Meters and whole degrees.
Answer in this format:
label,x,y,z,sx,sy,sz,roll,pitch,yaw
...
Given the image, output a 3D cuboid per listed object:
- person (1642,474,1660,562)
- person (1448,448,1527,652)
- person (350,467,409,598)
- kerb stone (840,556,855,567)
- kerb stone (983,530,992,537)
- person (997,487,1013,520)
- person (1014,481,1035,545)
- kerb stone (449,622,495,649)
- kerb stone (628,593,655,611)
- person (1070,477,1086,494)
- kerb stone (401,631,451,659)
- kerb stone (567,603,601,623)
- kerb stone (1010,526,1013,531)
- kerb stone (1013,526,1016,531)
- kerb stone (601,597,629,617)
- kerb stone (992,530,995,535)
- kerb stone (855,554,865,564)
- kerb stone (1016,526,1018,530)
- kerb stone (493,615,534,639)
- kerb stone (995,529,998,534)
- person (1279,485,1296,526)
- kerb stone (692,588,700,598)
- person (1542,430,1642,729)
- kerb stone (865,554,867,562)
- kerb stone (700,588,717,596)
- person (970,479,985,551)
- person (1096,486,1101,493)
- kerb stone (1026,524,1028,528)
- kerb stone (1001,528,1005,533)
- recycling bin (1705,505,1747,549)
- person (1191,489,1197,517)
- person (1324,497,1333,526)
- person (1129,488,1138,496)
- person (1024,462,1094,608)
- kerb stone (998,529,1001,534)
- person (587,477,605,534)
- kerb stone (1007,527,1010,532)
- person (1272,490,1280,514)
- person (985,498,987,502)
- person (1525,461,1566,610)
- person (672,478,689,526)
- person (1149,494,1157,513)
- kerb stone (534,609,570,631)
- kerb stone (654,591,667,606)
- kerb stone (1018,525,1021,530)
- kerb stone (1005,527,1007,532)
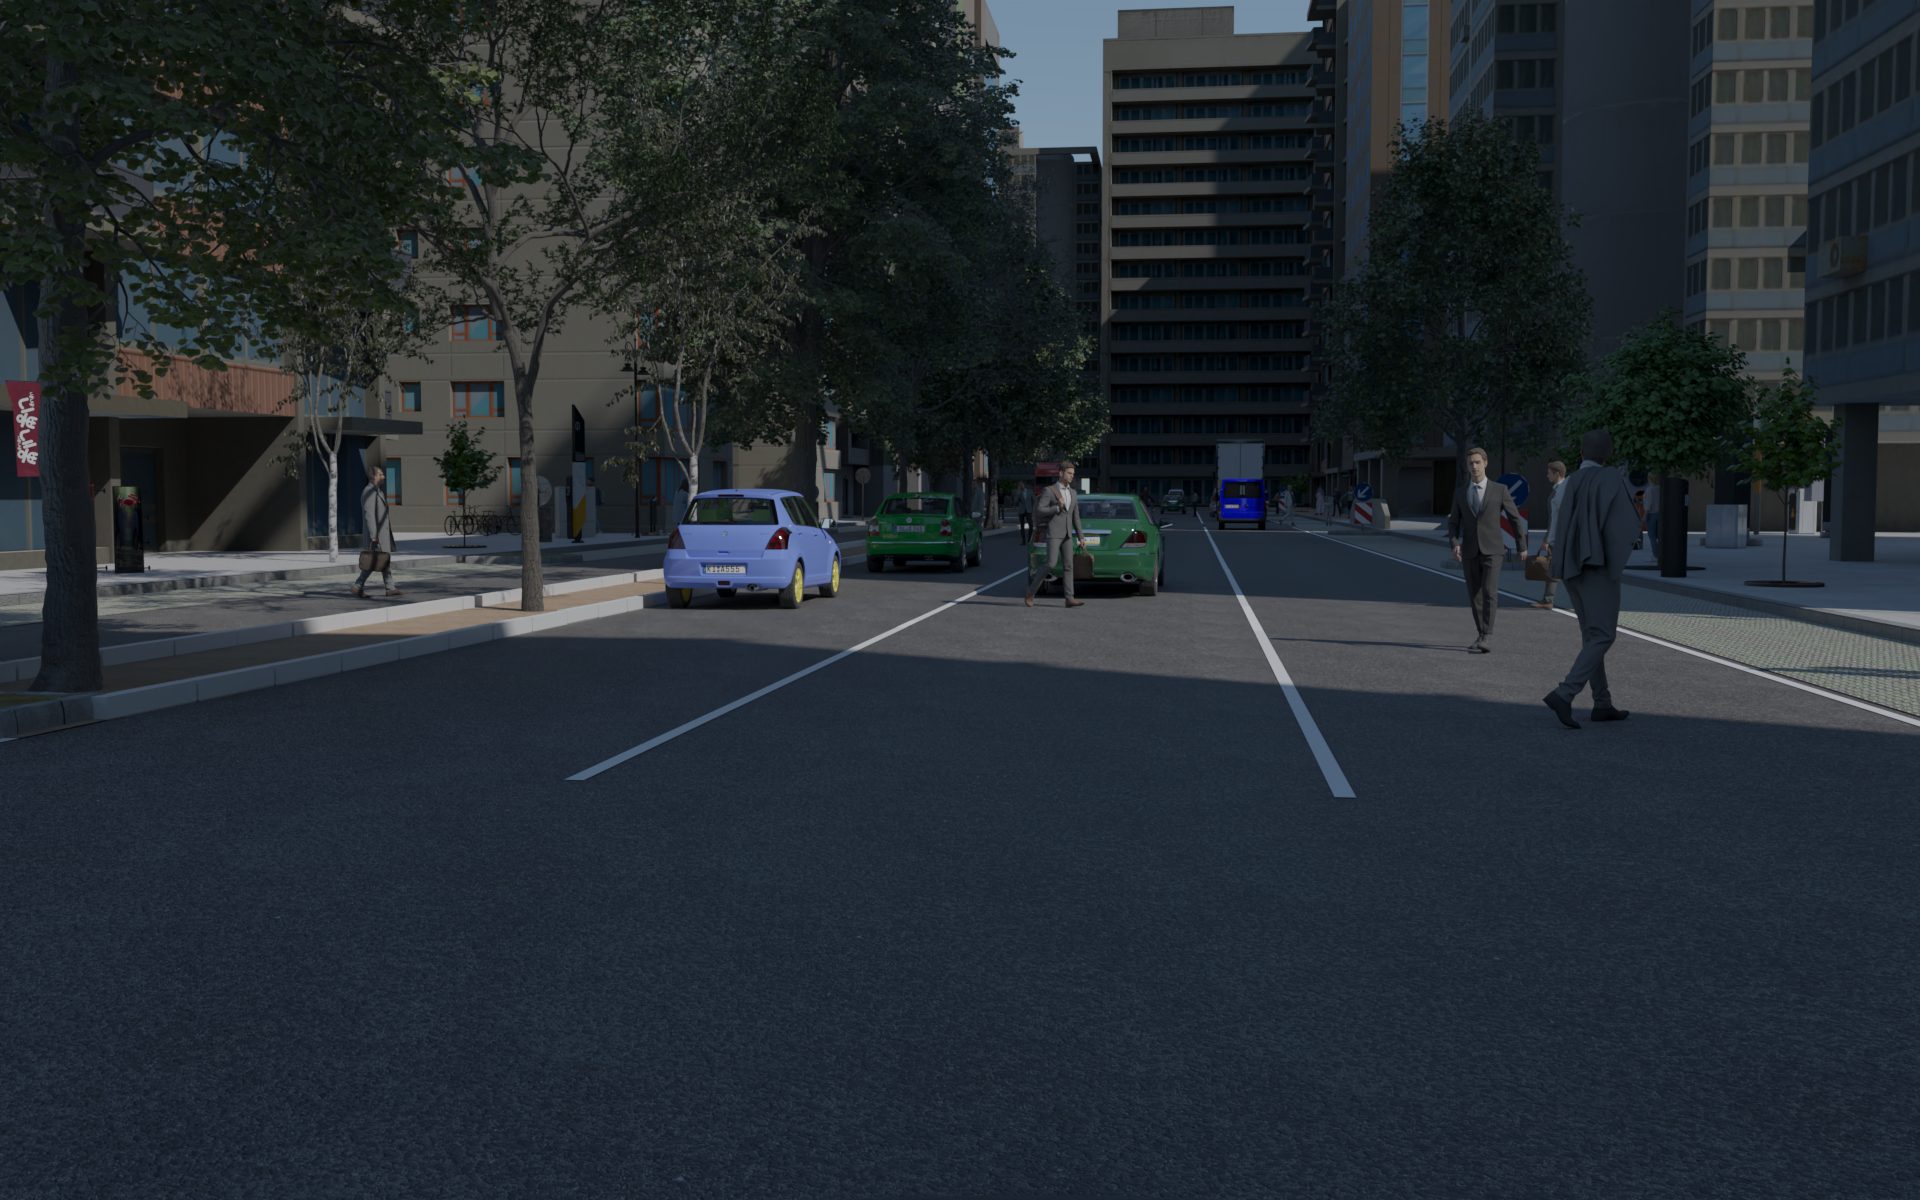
label,x,y,z,sx,sy,sz,roll,pitch,yaw
person,13.226,-1.585,32.632,0.598,1.740,0.731,3,5,39
person,4.755,-0.459,15.790,0.659,1.850,0.755,2,4,32
person,-8.061,-0.942,24.002,0.767,1.812,0.694,-1,4,-13
kerb stone,-2.309,-0.774,34.843,0.120,0.150,1.000,0,4,7
kerb stone,0.892,-2.267,59.257,0.120,0.150,1.000,0,4,7
person,2.279,-5.390,96.638,1.348,1.822,0.705,0,4,4
person,1.826,-2.427,48.362,0.592,1.802,0.473,1,4,18
kerb stone,-4.714,0.347,16.519,0.120,0.150,1.000,0,4,7
kerb stone,-4.045,0.035,21.623,0.120,0.150,1.000,0,4,7
person,2.426,-1.777,37.656,0.694,1.812,0.767,2,4,32
kerb stone,-4.847,0.411,15.506,0.120,0.150,1.000,0,4,7
kerb stone,-4.319,0.160,19.578,0.120,0.150,1.000,0,4,7
kerb stone,1.825,-2.701,66.363,0.120,0.150,1.000,0,4,7
kerb stone,1.959,-2.761,67.380,0.120,0.150,1.000,0,4,7
kerb stone,-4.181,0.099,20.592,0.120,0.150,1.000,0,4,7
kerb stone,1.029,-2.329,60.272,0.120,0.150,1.000,0,4,7
kerb stone,-2.176,-0.832,35.874,0.120,0.150,1.000,0,4,7
kerb stone,2.090,-2.825,68.393,0.120,0.150,1.000,0,4,7
kerb stone,-4.581,0.285,17.538,0.120,0.150,1.000,0,4,7
kerb stone,1.156,-2.391,61.288,0.120,0.150,1.000,0,4,7
person,14.681,-4.225,77.463,0.818,1.842,0.514,2,4,24
kerb stone,-3.783,-0.089,23.654,0.120,0.150,1.000,0,4,7
person,3.928,-0.129,10.716,0.850,1.850,0.679,-2,4,-30
kerb stone,-2.043,-0.894,36.892,0.120,0.150,1.000,0,4,7
kerb stone,-3.650,-0.151,24.668,0.120,0.150,1.000,0,4,7
person,0.424,-2.153,43.801,0.391,1.810,0.635,-2,4,-29
person,7.005,-4.854,87.858,1.348,1.824,0.705,1,4,20
kerb stone,2.622,-3.074,72.461,0.120,0.150,1.000,0,4,7
kerb stone,1.431,-2.515,63.314,0.120,0.150,1.000,0,4,7
recycling bin,18.124,-1.737,40.958,0.722,1.027,0.722,3,5,42
person,14.556,-6.037,107.909,0.721,1.736,1.217,0,4,-4
person,16.571,-3.978,77.814,0.425,1.301,0.394,-1,4,-18
person,12.019,-6.829,120.163,1.348,1.824,0.705,-1,4,-19
person,1.249,-0.821,21.885,0.822,1.834,0.622,3,5,43
kerb stone,1.287,-2.450,62.302,0.120,0.150,1.000,0,4,7
person,-11.657,-2.984,54.822,0.713,1.824,0.794,1,4,22
kerb stone,1.692,-2.635,65.342,0.120,0.150,1.000,0,4,7
person,22.093,-6.837,120.988,0.721,1.736,1.217,2,4,31
person,0.930,-5.457,97.712,1.348,1.826,0.705,1,4,13
person,7.413,-0.784,21.289,0.822,1.834,0.622,2,4,28
person,-6.422,-1.908,39.957,0.793,1.790,0.793,1,4,13
person,14.921,-7.479,134.005,0.599,1.433,0.991,3,5,45
kerb stone,-4.447,0.228,18.562,0.120,0.150,1.000,0,4,7
kerb stone,-3.912,-0.027,22.639,0.120,0.150,1.000,0,4,7
kerb stone,2.226,-2.888,69.420,0.120,0.150,1.000,0,4,7
kerb stone,1.558,-2.577,64.329,0.120,0.150,1.000,0,4,7
